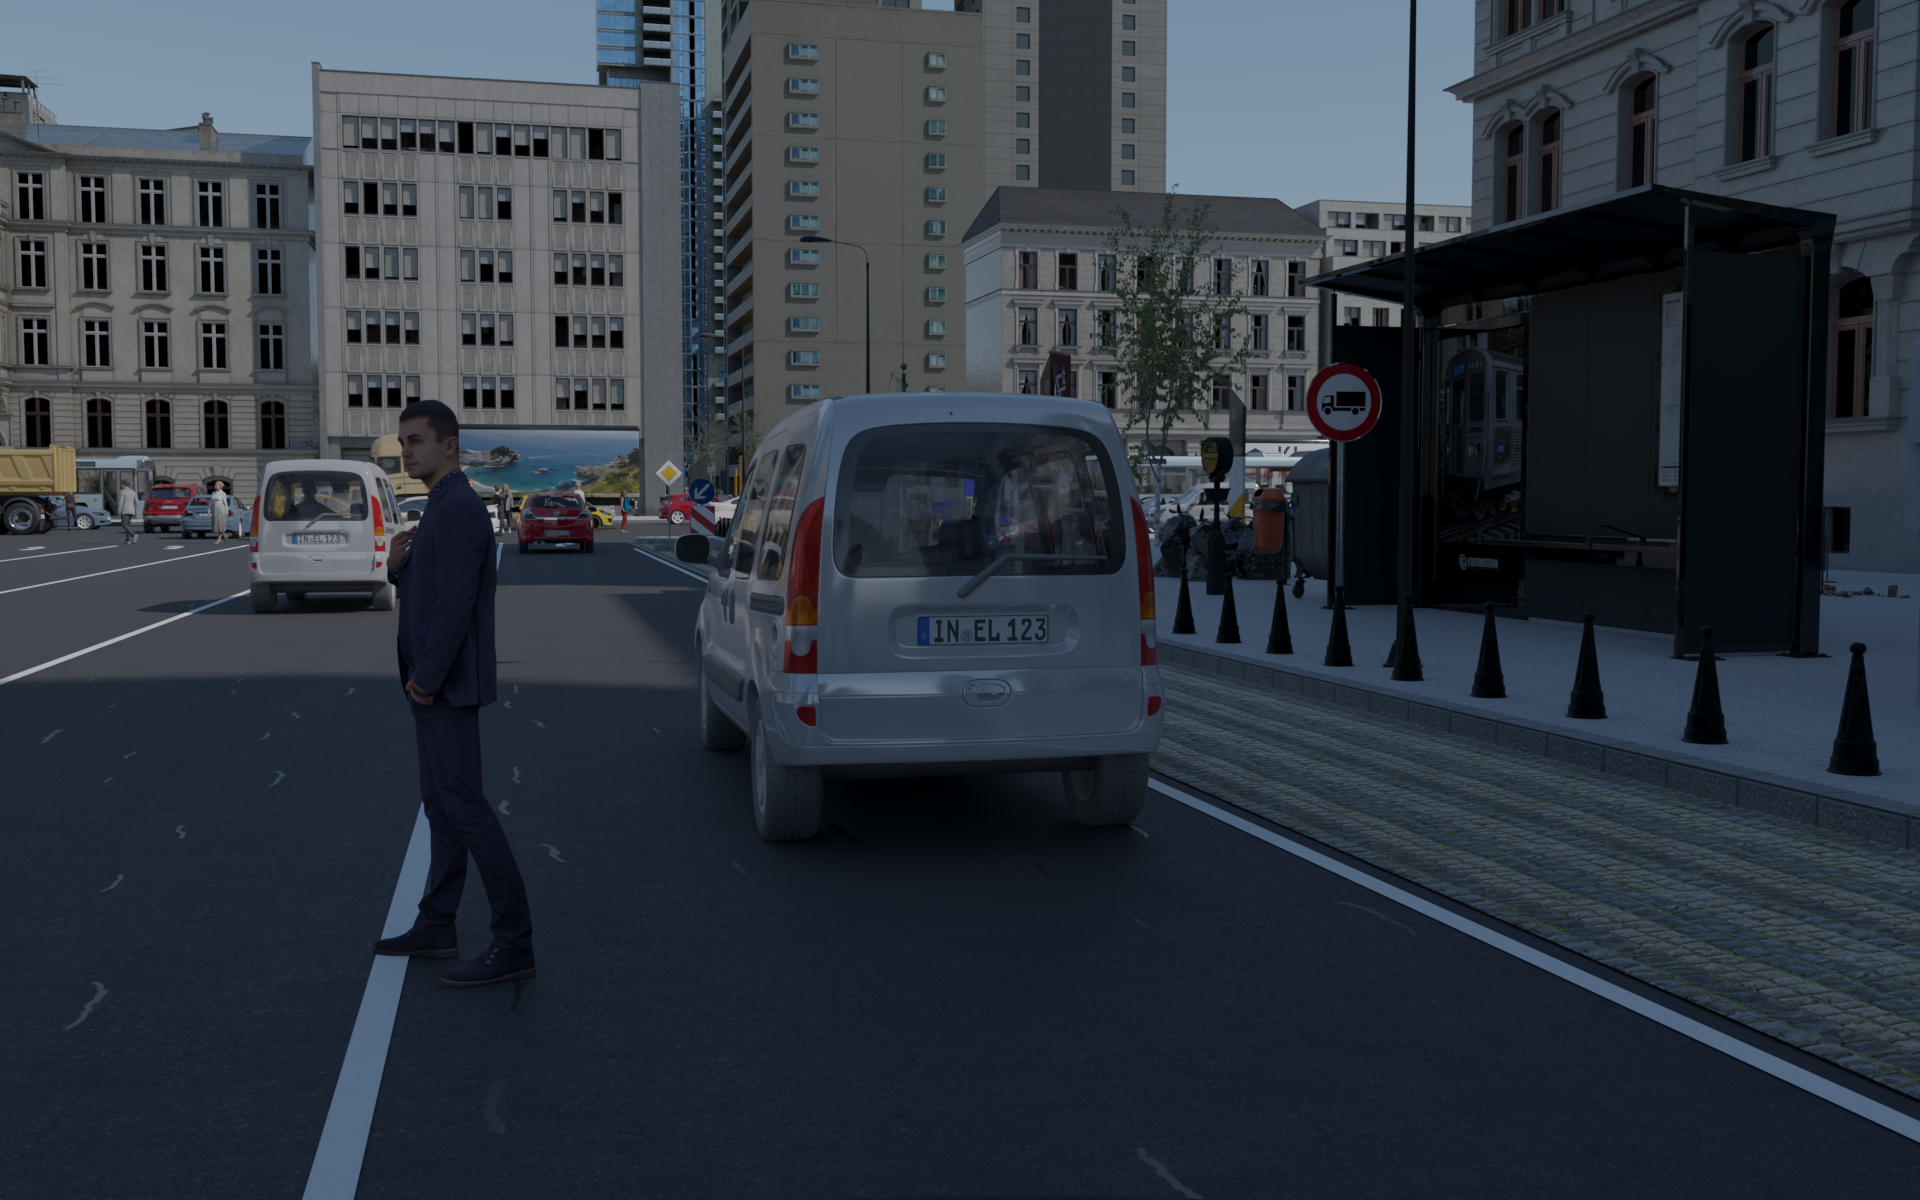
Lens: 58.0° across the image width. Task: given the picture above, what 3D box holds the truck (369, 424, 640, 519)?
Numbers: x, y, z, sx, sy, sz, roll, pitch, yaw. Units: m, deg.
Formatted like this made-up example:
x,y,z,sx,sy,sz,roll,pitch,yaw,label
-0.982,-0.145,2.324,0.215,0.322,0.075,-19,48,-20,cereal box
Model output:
x,y,z,sx,sy,sz,roll,pitch,yaw,label
-18.819,-4.996,70.597,11.283,4.237,2.839,-1,4,-15,truck

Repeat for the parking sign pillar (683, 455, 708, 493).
x,y,z,sx,sy,sz,roll,pitch,yaw,label
-17.977,-7.966,118.714,1.447,3.967,1.447,-2,4,-27,parking sign pillar

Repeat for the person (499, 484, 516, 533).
x,y,z,sx,sy,sz,roll,pitch,yaw,label
-16.746,-3.389,64.095,0.709,1.800,0.728,0,4,2,person

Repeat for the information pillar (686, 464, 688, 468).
x,y,z,sx,sy,sz,roll,pitch,yaw,label
-21.321,-8.761,134.593,0.504,3.616,0.183,1,4,11,information pillar

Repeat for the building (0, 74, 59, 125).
x,y,z,sx,sy,sz,roll,pitch,yaw,label
-96.576,-29.756,170.106,14.086,41.232,14.154,-1,4,-14,building

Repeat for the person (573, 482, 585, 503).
x,y,z,sx,sy,sz,roll,pitch,yaw,label
-12.910,-3.083,58.787,0.818,1.842,0.514,0,4,4,person

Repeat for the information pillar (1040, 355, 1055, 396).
x,y,z,sx,sy,sz,roll,pitch,yaw,label
1.465,-2.303,29.013,0.183,3.616,0.504,-1,4,-19,information pillar

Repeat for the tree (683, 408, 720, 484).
x,y,z,sx,sy,sz,roll,pitch,yaw,label
-21.039,-11.907,145.046,4.360,8.622,3.978,0,3,0,tree

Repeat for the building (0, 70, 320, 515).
x,y,z,sx,sy,sz,roll,pitch,yaw,label
-54.063,-17.054,97.914,34.723,24.649,14.460,-1,4,-14,building

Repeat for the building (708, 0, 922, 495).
x,y,z,sx,sy,sz,roll,pitch,yaw,label
-16.332,-45.743,186.142,20.563,71.187,20.611,-1,4,-14,building

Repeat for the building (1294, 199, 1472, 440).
x,y,z,sx,sy,sz,roll,pitch,yaw,label
30.620,-16.087,117.773,16.860,20.320,10.420,-1,4,-14,building

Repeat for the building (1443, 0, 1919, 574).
x,y,z,sx,sy,sz,roll,pitch,yaw,label
20.623,-14.900,31.003,14.401,28.519,23.554,-1,4,-14,building

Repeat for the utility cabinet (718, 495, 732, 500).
x,y,z,sx,sy,sz,roll,pitch,yaw,label
-16.788,-6.878,123.617,1.020,1.237,0.306,2,4,25,utility cabinet

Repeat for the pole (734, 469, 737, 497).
x,y,z,sx,sy,sz,roll,pitch,yaw,label
-18.022,-8.884,139.101,0.158,3.312,0.155,0,3,0,pole

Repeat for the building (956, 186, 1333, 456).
x,y,z,sx,sy,sz,roll,pitch,yaw,label
2.734,-15.864,110.287,40.483,20.767,10.553,-1,4,-14,building

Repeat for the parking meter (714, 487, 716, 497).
x,y,z,sx,sy,sz,roll,pitch,yaw,label
-19.058,-7.835,133.816,0.399,1.863,0.255,-2,4,-27,parking meter

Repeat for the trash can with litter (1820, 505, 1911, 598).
x,y,z,sx,sy,sz,roll,pitch,yaw,label
11.036,-0.660,21.849,2.233,1.210,1.678,2,4,32,trash can with litter

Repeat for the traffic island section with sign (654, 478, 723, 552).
x,y,z,sx,sy,sz,roll,pitch,yaw,label
-6.716,-2.155,43.855,1.989,1.847,2.006,-1,4,-14,traffic island section with sign

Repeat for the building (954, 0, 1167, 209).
x,y,z,sx,sy,sz,roll,pitch,yaw,label
9.700,-46.157,192.926,20.611,71.187,20.563,-1,4,-14,building

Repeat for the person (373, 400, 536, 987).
x,y,z,sx,sy,sz,roll,pitch,yaw,label
-1.542,0.258,5.205,0.530,1.710,0.541,0,4,-7,person

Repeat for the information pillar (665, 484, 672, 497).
x,y,z,sx,sy,sz,roll,pitch,yaw,label
-16.551,-5.741,98.355,0.304,2.012,0.304,0,4,5,information pillar

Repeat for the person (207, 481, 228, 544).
x,y,z,sx,sy,sz,roll,pitch,yaw,label
-21.278,-2.512,49.803,0.478,1.798,0.641,1,4,22,person

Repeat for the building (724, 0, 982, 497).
x,y,z,sx,sy,sz,roll,pitch,yaw,label
-10.617,-33.202,166.548,21.300,48.544,21.600,-1,4,-14,building

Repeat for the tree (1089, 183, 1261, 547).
x,y,z,sx,sy,sz,roll,pitch,yaw,label
4.972,-5.613,42.130,4.737,8.622,4.395,0,3,0,tree

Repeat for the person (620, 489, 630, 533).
x,y,z,sx,sy,sz,roll,pitch,yaw,label
-12.500,-3.327,64.601,0.444,1.614,0.593,2,4,27,person

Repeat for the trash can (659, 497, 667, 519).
x,y,z,sx,sy,sz,roll,pitch,yaw,label
-15.001,-4.695,88.410,0.748,1.137,0.748,0,3,0,trash can

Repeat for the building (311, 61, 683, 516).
x,y,z,sx,sy,sz,roll,pitch,yaw,label
-27.194,-17.453,103.374,19.932,24.808,12.078,-1,4,-14,building

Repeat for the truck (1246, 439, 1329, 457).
x,y,z,sx,sy,sz,roll,pitch,yaw,label
18.574,-6.192,90.148,11.283,4.237,2.839,-1,4,-15,truck

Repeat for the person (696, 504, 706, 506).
x,y,z,sx,sy,sz,roll,pitch,yaw,label
-10.253,-3.648,68.494,0.444,1.785,0.601,3,4,38,person

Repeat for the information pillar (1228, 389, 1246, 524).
x,y,z,sx,sy,sz,roll,pitch,yaw,label
6.147,-2.883,38.485,0.183,3.616,0.504,-2,4,-32,information pillar

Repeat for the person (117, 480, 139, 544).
x,y,z,sx,sy,sz,roll,pitch,yaw,label
-23.695,-2.512,49.412,0.795,1.843,0.661,1,4,21,person

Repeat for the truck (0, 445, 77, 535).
x,y,z,sx,sy,sz,roll,pitch,yaw,label
-36.410,-3.940,60.338,9.791,3.379,3.469,-1,4,-15,truck

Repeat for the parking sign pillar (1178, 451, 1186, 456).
x,y,z,sx,sy,sz,roll,pitch,yaw,label
13.296,-7.260,107.165,1.447,3.967,1.447,0,4,-4,parking sign pillar

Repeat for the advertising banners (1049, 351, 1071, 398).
x,y,z,sx,sy,sz,roll,pitch,yaw,label
1.652,-1.588,22.157,0.090,3.025,2.074,2,4,33,advertising banners

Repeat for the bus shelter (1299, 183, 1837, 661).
x,y,z,sx,sy,sz,roll,pitch,yaw,label
5.305,-1.534,16.360,1.731,3.624,6.357,-1,4,-14,bus shelter

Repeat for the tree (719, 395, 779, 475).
x,y,z,sx,sy,sz,roll,pitch,yaw,label
-15.502,-10.938,129.191,4.360,8.622,3.978,0,3,0,tree

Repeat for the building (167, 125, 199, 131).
x,y,z,sx,sy,sz,roll,pitch,yaw,label
-101.339,-40.862,257.334,27.495,52.752,28.713,-1,4,-14,building

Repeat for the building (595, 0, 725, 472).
x,y,z,sx,sy,sz,roll,pitch,yaw,label
-43.974,-58.380,267.179,31.000,86.520,22.319,-1,4,-14,building

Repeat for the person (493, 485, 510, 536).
x,y,z,sx,sy,sz,roll,pitch,yaw,label
-15.543,-3.030,58.850,0.742,1.727,0.445,1,4,16,person

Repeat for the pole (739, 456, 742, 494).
x,y,z,sx,sy,sz,roll,pitch,yaw,label
-11.625,-6.008,92.080,0.158,3.312,0.155,0,3,0,pole

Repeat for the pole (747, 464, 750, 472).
x,y,z,sx,sy,sz,roll,pitch,yaw,label
-14.554,-7.676,119.345,0.158,3.312,0.155,0,3,0,pole

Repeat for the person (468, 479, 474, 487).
x,y,z,sx,sy,sz,roll,pitch,yaw,label
-12.155,-2.088,42.871,0.478,1.798,0.641,-1,4,-12,person

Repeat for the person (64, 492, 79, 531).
x,y,z,sx,sy,sz,roll,pitch,yaw,label
-34.311,-3.482,66.897,0.415,1.643,0.593,1,4,18,person
